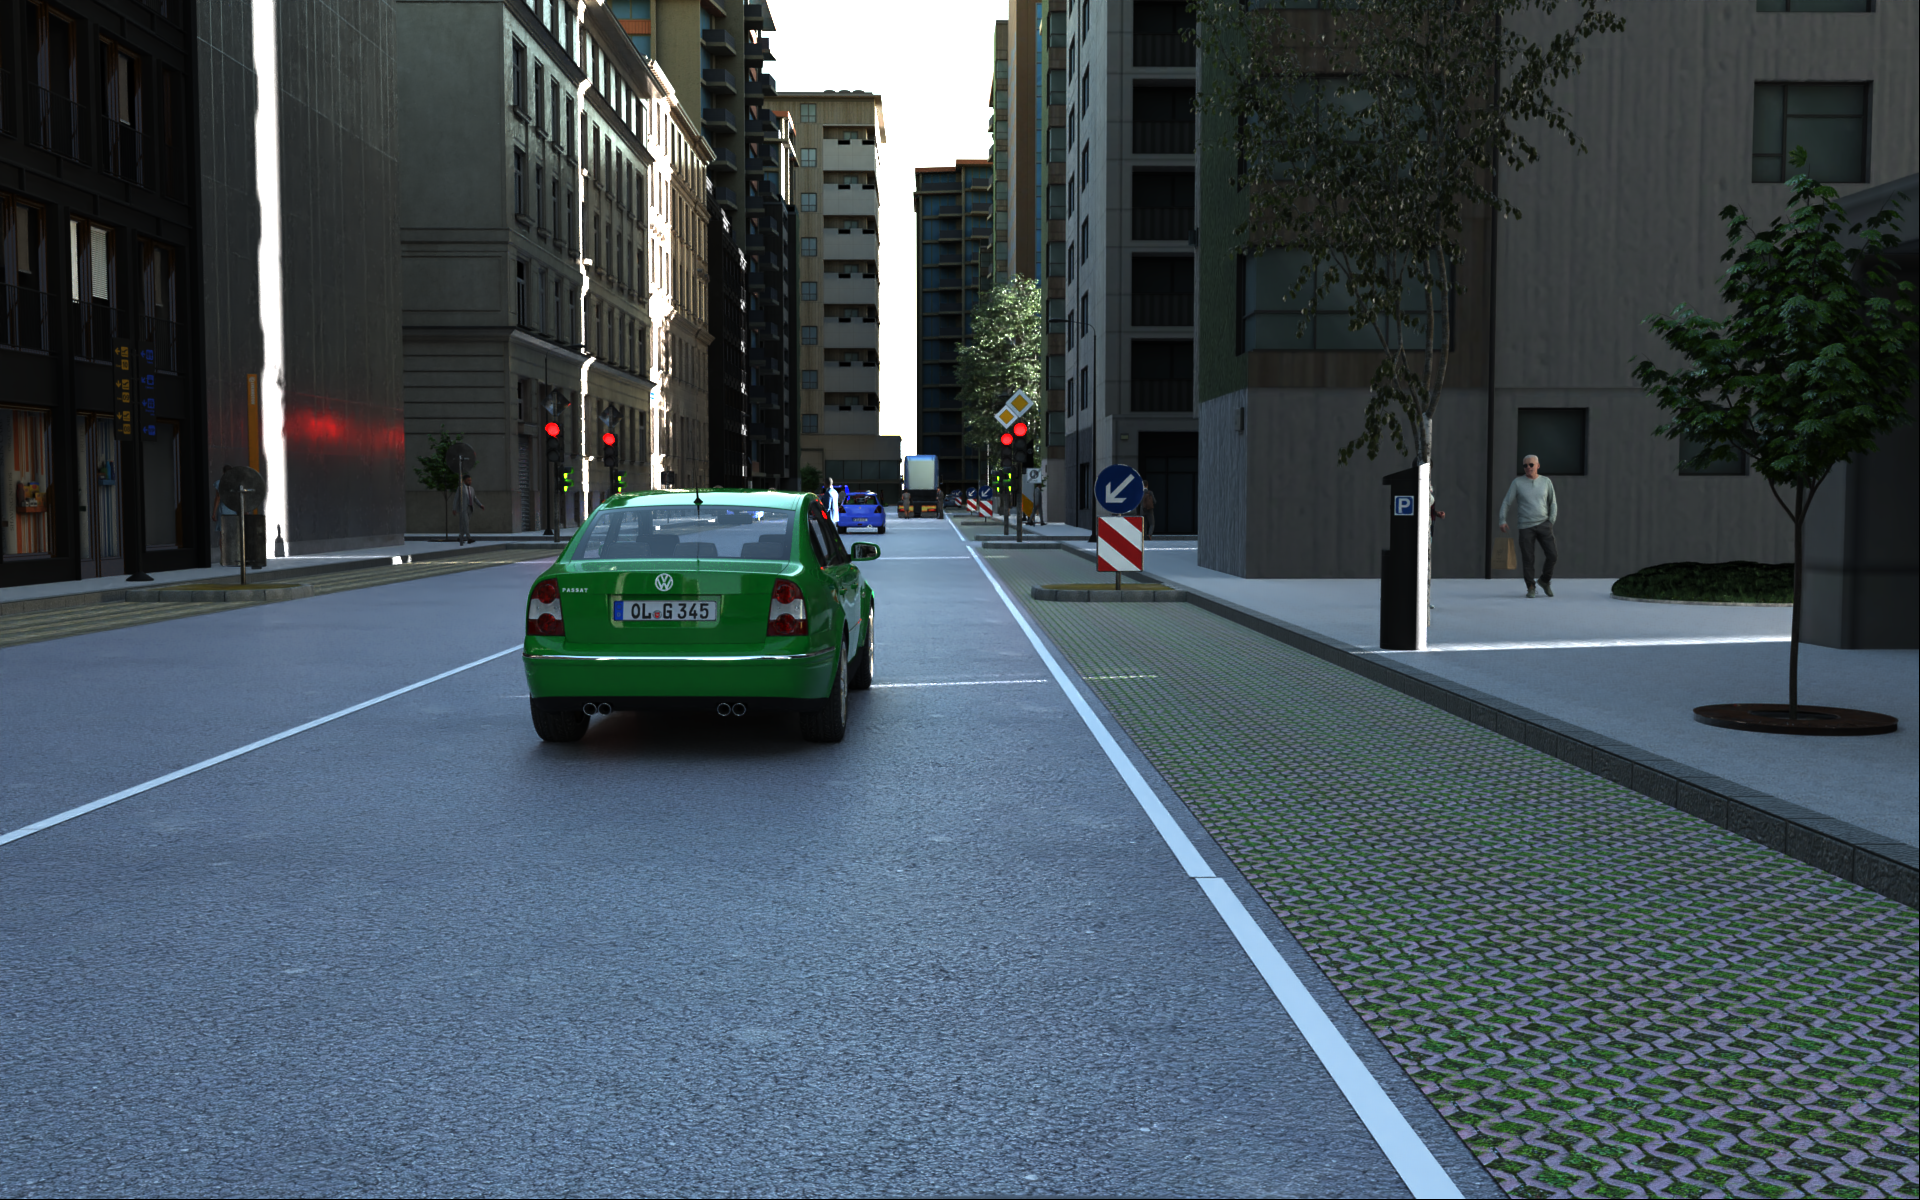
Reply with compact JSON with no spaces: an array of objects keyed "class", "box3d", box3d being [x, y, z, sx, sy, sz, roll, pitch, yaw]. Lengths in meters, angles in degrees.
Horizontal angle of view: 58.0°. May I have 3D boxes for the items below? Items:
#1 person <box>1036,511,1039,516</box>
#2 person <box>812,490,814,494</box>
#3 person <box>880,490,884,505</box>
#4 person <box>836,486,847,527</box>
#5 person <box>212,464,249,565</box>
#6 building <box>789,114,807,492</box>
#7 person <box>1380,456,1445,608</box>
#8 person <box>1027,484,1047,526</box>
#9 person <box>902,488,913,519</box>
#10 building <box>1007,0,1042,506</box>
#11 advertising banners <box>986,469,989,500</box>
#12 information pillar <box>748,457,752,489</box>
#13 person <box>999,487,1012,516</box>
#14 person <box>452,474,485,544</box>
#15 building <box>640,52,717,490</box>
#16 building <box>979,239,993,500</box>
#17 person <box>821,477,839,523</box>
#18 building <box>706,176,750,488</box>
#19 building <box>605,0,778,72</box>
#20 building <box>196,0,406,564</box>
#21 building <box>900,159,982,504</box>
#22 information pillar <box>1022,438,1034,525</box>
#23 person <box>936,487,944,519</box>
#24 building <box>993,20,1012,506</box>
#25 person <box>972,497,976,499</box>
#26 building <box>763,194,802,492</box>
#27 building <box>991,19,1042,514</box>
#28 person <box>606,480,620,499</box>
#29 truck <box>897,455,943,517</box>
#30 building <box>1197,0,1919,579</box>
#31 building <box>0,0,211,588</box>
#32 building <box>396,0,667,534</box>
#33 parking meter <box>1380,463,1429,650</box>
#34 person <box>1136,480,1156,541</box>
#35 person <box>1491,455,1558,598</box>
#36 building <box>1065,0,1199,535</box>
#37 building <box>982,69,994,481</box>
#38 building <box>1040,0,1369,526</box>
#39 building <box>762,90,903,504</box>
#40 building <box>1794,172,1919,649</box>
[{"class":"person","box3d":[4.773,-5.822,101.569,0.599,1.781,0.374,2,4,31]},{"class":"person","box3d":[-15.809,-11.047,186.599,0.705,1.831,1.348,0,4,6]},{"class":"person","box3d":[-6.964,-8.976,155.216,0.705,1.831,1.348,0,4,3]},{"class":"person","box3d":[-5.022,-3.984,73.908,0.678,1.792,0.850,2,4,27]},{"class":"person","box3d":[-13.081,-1.525,31.064,0.616,1.811,0.778,-1,4,-14]},{"class":"building","box3d":[-31.104,-32.877,192.157,28.867,44.769,22.147,0,4,-1]},{"class":"person","box3d":[5.105,-0.771,19.482,0.563,1.720,0.643,-3,4,-38]},{"class":"person","box3d":[3.132,-3.919,70.386,0.850,1.792,0.678,-2,4,-24]},{"class":"person","box3d":[-3.081,-5.618,100.715,0.716,1.782,0.532,-2,4,-24]},{"class":"building","box3d":[11.054,-29.927,139.412,14.600,45.320,14.200,0,4,-1]},{"class":"advertising banners","box3d":[1.867,-7.477,118.432,0.090,3.025,2.074,0,4,5]},{"class":"information pillar","box3d":[-13.337,-7.256,109.984,0.183,3.616,0.504,-2,4,-29]},{"class":"person","box3d":[2.737,-5.895,102.635,0.699,1.804,1.509,2,4,30]},{"class":"person","box3d":[-12.796,-2.359,44.884,0.850,1.792,0.678,2,4,33]},{"class":"building","box3d":[-21.308,-18.338,97.097,12.463,27.353,25.104,0,4,-1]},{"class":"building","box3d":[9.095,-26.038,197.425,14.160,30.474,14.107,0,4,-1]},{"class":"person","box3d":[-2.897,-1.815,38.358,0.419,1.800,0.721,0,4,6]},{"class":"building","box3d":[-21.305,-17.613,117.652,12.332,23.373,15.834,0,4,-1]},{"class":"building","box3d":[-26.740,-29.903,143.539,22.147,44.769,28.867,0,4,-1]},{"class":"building","box3d":[-28.807,-13.348,37.315,30.058,24.678,14.314,0,4,-1]},{"class":"building","box3d":[6.804,-34.861,224.596,28.867,44.769,22.147,0,4,-1]},{"class":"information pillar","box3d":[2.846,-4.954,72.346,0.504,3.616,0.183,-1,4,-10]},{"class":"person","box3d":[-1.168,-5.533,98.768,0.447,1.846,0.655,-2,4,-23]},{"class":"building","box3d":[9.905,-28.749,153.642,14.154,41.232,14.086,0,4,-1]},{"class":"person","box3d":[1.306,-9.280,161.004,0.421,1.427,0.697,0,4,-3]},{"class":"building","box3d":[-22.813,-24.102,165.777,14.160,30.474,14.107,0,4,-1]},{"class":"building","box3d":[18.400,-26.012,117.181,32.217,40.220,23.993,0,4,-1]},{"class":"person","box3d":[-12.723,-3.534,64.005,0.709,1.800,0.728,-1,4,-9]},{"class":"truck","box3d":[-2.627,-7.564,113.437,2.967,4.110,18.799,0,4,0]},{"class":"building","box3d":[11.230,-15.936,32.260,14.160,30.474,14.107,0,4,-1]},{"class":"building","box3d":[-19.087,-11.734,21.530,12.332,23.373,15.834,0,4,-1]},{"class":"building","box3d":[-22.055,-14.459,69.684,16.112,22.955,30.059,0,4,-1]},{"class":"parking meter","box3d":[3.680,-0.363,14.344,0.372,1.533,0.369,0,3,0]},{"class":"person","box3d":[5.320,-2.516,49.608,0.622,1.834,0.822,1,4,16]},{"class":"person","box3d":[7.015,-0.916,21.503,0.782,1.767,0.515,0,4,7]},{"class":"building","box3d":[14.796,-38.116,61.448,20.611,71.187,20.563,0,4,-1]},{"class":"building","box3d":[13.999,-31.847,175.319,22.147,44.769,28.867,0,4,-1]},{"class":"building","box3d":[10.828,-19.109,84.137,14.160,30.474,14.107,0,4,-1]},{"class":"building","box3d":[-21.415,-38.966,226.333,27.495,52.752,28.713,0,4,-1]},{"class":"building","box3d":[17.631,-34.530,2.814,20.563,71.187,20.611,0,4,-1]}]
